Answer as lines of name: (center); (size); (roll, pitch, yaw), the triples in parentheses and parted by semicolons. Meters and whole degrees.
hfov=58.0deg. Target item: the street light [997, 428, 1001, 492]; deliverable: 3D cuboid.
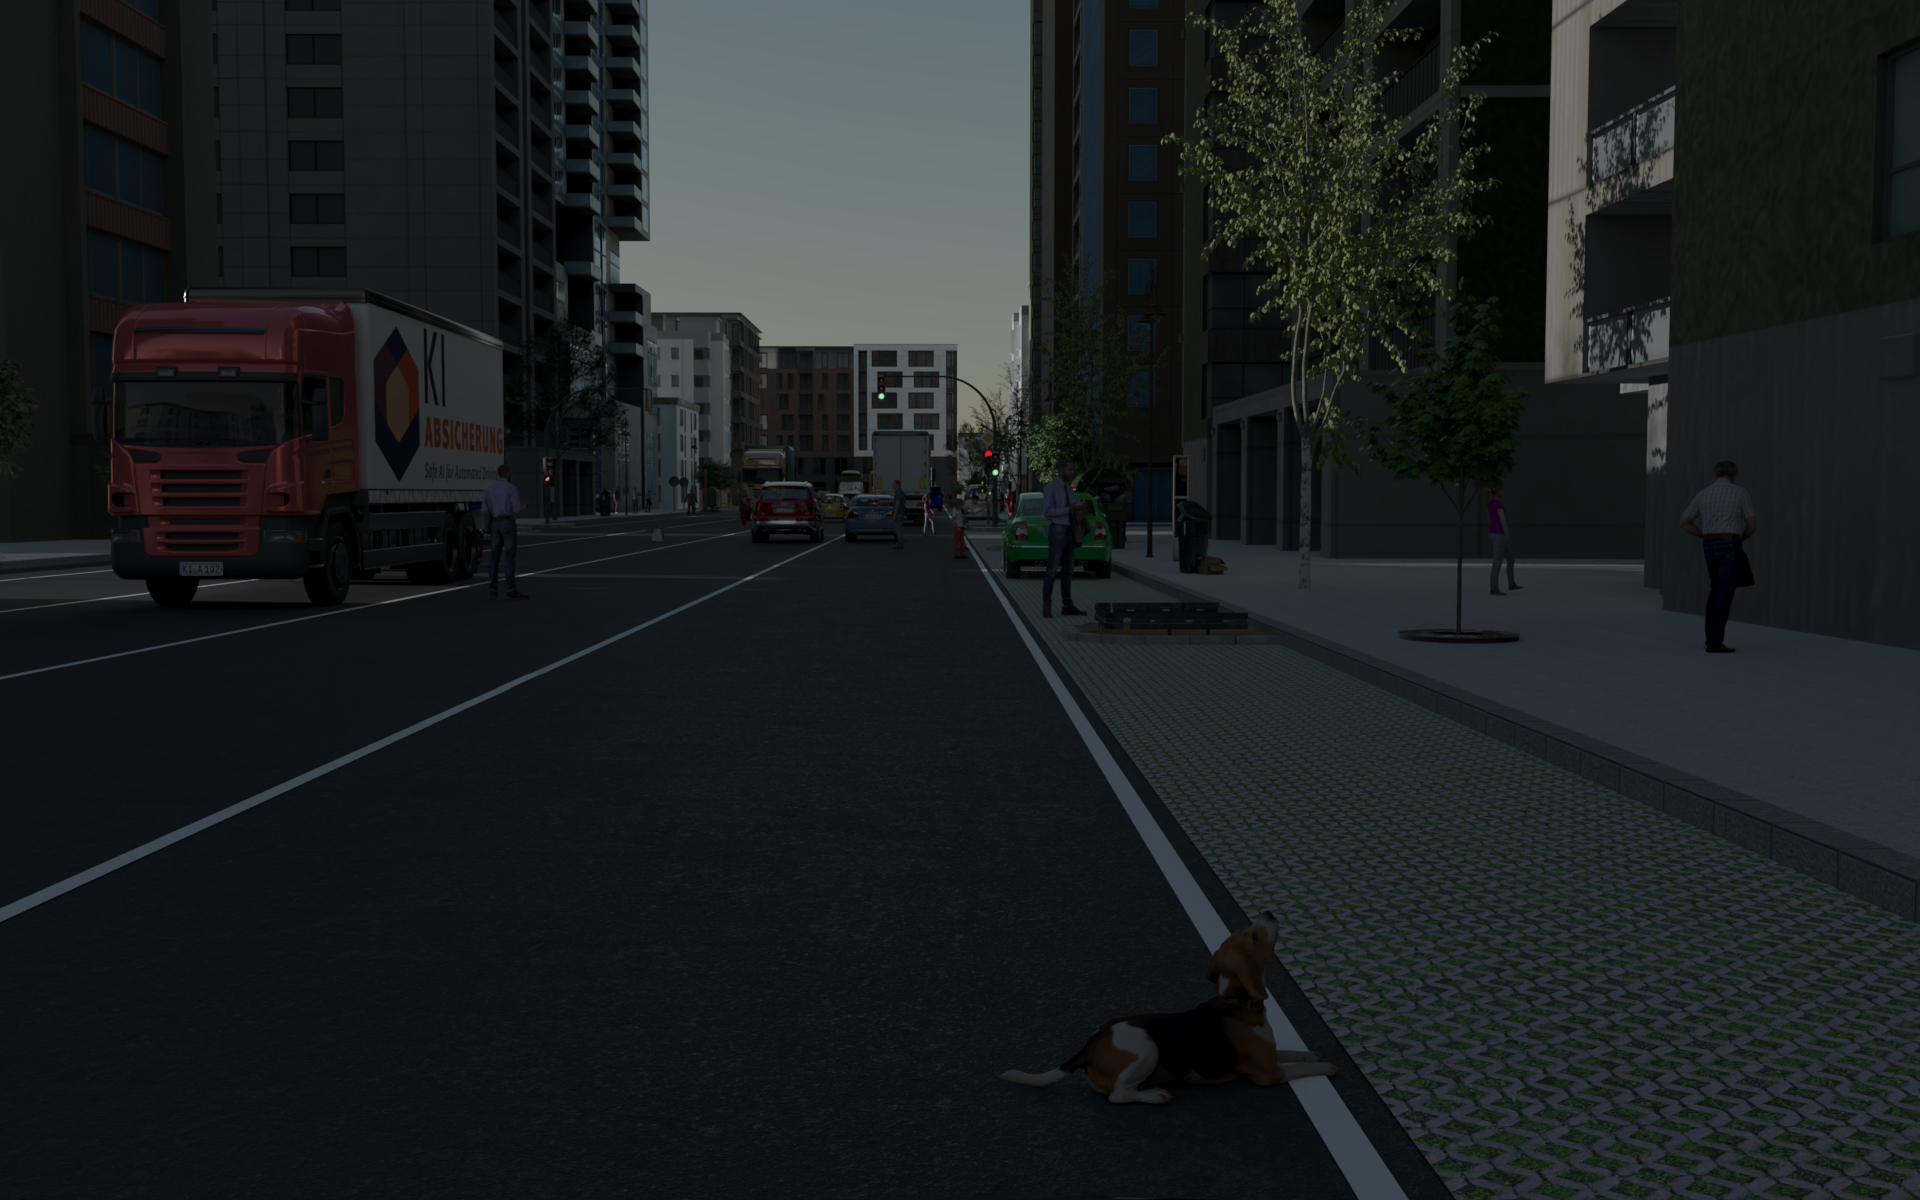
street light: (2.715, -8.953, 119.169); (0.468, 5.910, 1.993); (0, 4, -1)

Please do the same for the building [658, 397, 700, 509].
building: (-29.156, -13.576, 164.116); (9.099, 9.664, 28.070); (0, 4, -1)

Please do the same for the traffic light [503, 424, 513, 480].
traffic light: (-17.564, -4.729, 66.237); (0.839, 4.253, 0.868); (0, 4, -1)

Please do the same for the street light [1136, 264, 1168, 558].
street light: (3.845, -3.800, 34.922); (0.468, 5.910, 1.993); (0, 4, -1)

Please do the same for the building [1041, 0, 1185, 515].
building: (13.357, -29.210, 127.691); (14.600, 45.320, 14.200); (0, 4, -1)

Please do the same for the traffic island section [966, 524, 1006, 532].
traffic island section: (1.356, -2.712, 66.627); (2.009, 0.180, 2.903); (0, 4, -1)

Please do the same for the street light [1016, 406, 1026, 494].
street light: (3.134, -7.119, 89.183); (0.468, 5.910, 1.993); (0, 4, -1)

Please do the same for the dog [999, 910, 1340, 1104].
dog: (0.520, 0.974, 4.271); (0.748, 0.427, 0.550); (2, 4, 27)

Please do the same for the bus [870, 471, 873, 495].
bus: (-7.336, -10.778, 167.766); (2.896, 3.916, 12.252); (0, 4, -2)

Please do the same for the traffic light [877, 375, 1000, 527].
traffic light: (-0.775, -5.607, 66.342); (4.771, 5.953, 1.251); (0, 4, -1)

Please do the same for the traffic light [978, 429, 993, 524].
traffic light: (1.205, -5.234, 74.497); (0.839, 4.253, 0.868); (0, 4, -1)

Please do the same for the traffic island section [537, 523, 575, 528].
traffic island section: (-17.714, -3.185, 74.355); (2.009, 0.180, 2.903); (0, 4, -1)

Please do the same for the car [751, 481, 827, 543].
car: (-5.187, -2.682, 52.526); (2.281, 1.827, 5.304); (0, 4, -2)

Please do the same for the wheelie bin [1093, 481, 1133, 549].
wheelie bin: (3.576, -1.992, 40.474); (0.980, 1.594, 0.693); (-1, 4, -9)

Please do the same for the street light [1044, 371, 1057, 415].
street light: (3.392, -5.651, 65.180); (0.468, 5.910, 1.993); (0, 4, -1)

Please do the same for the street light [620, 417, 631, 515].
street light: (-20.126, -8.048, 104.379); (0.468, 5.910, 1.993); (0, 4, -1)

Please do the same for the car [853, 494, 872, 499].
car: (-8.072, -8.309, 147.653); (2.131, 1.459, 4.920); (0, 4, -2)

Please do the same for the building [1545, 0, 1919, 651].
building: (14.766, -20.557, 19.700); (14.154, 41.232, 14.086); (0, 4, -1)

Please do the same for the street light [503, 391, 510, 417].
street light: (-19.748, -6.217, 74.436); (0.468, 5.910, 1.993); (0, 4, -1)

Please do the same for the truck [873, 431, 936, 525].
truck: (-2.639, -5.716, 82.363); (2.839, 4.237, 11.283); (0, 3, 0)

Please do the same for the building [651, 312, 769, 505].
building: (-41.081, -22.295, 208.492); (32.646, 21.610, 27.936); (0, 4, -1)

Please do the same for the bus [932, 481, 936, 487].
bus: (-4.148, -12.673, 198.744); (2.896, 3.916, 12.252); (0, 4, -1)

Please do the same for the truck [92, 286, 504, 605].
truck: (-9.286, -2.251, 25.722); (2.839, 4.237, 11.283); (0, 4, -2)

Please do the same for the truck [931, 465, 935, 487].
truck: (-3.971, -10.860, 166.478); (2.839, 4.237, 11.283); (0, 4, 1)

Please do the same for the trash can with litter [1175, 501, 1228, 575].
trash can with litter: (3.942, -1.012, 27.927); (0.624, 1.170, 1.055); (-2, 4, -28)

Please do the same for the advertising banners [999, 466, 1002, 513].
advertising banners: (2.426, -6.583, 103.823); (0.090, 3.025, 2.074); (0, 4, -2)

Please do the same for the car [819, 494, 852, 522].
car: (-6.560, -4.819, 89.018); (2.015, 1.641, 3.980); (0, 4, 0)

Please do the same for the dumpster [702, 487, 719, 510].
dumpster: (-20.669, -8.428, 143.556); (1.264, 1.857, 1.865); (0, 4, -1)

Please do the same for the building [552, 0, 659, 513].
building: (-35.045, -50.101, 131.830); (22.319, 86.520, 31.000); (0, 4, -1)

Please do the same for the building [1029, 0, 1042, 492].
building: (12.595, -28.032, 141.923); (14.154, 41.232, 14.086); (0, 4, -1)

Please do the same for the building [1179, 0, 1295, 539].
building: (13.947, -17.352, 55.408); (14.160, 30.474, 14.107); (0, 4, -1)

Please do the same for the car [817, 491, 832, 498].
car: (-15.426, -11.485, 196.456); (2.281, 1.827, 5.304); (0, 4, 1)

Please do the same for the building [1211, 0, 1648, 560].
building: (17.483, -36.614, 36.886); (20.563, 71.187, 20.611); (0, 4, -1)

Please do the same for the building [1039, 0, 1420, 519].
building: (15.957, -41.059, 109.563); (20.563, 71.187, 20.611); (0, 4, -1)

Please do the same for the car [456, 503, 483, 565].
car: (-10.543, -1.467, 33.773); (2.009, 1.686, 4.222); (0, 4, -3)

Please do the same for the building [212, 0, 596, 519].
building: (-32.302, -40.388, 98.590); (20.563, 71.187, 20.611); (0, 4, -1)

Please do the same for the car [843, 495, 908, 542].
car: (-2.627, -2.534, 53.437); (2.014, 1.417, 4.499); (0, 4, -1)

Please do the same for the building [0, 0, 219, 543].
building: (-37.023, -24.235, 50.864); (28.867, 44.769, 22.147); (0, 4, -1)

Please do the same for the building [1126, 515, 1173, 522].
building: (13.385, -26.502, 83.415); (14.200, 45.320, 14.600); (0, 4, -1)

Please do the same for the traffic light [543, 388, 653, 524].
traffic light: (-15.583, -6.093, 74.285); (4.771, 5.953, 1.251); (0, 4, -1)

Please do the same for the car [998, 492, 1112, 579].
car: (1.658, -1.332, 30.577); (1.959, 1.807, 4.718); (0, 3, 0)

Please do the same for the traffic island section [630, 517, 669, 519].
traffic island section: (-17.736, -4.666, 99.152); (1.991, 0.108, 1.994); (0, 4, -1)

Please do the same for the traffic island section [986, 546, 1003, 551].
traffic island section: (1.669, -1.310, 44.288); (1.991, 0.108, 1.994); (0, 4, -1)

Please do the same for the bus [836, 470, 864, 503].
bus: (-11.557, -11.783, 184.203); (2.896, 3.916, 12.252); (0, 4, -2)

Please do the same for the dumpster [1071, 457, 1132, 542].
dumpster: (3.737, -2.670, 46.153); (1.502, 2.255, 1.985); (0, 4, -1)

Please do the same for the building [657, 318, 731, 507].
building: (-32.378, -20.001, 183.442); (16.016, 20.091, 11.380); (0, 4, -1)

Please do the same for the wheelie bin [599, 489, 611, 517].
wheelie bin: (-20.248, -5.565, 98.894); (0.693, 1.594, 0.980); (-1, 4, -16)

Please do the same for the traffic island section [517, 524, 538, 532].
traffic island section: (-17.604, -2.697, 66.371); (2.009, 0.180, 2.903); (0, 4, -1)

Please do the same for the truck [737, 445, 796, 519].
truck: (-11.177, -6.883, 101.446); (2.839, 4.237, 11.283); (0, 4, -2)

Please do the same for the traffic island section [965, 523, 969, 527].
traffic island section: (1.246, -3.201, 74.611); (2.009, 0.180, 2.903); (0, 4, -1)

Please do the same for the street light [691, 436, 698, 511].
street light: (-20.584, -9.880, 134.321); (0.468, 5.910, 1.993); (0, 4, -1)

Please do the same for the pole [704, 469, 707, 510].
pole: (-20.871, -9.069, 142.119); (0.158, 3.312, 0.155); (0, 3, 0)
